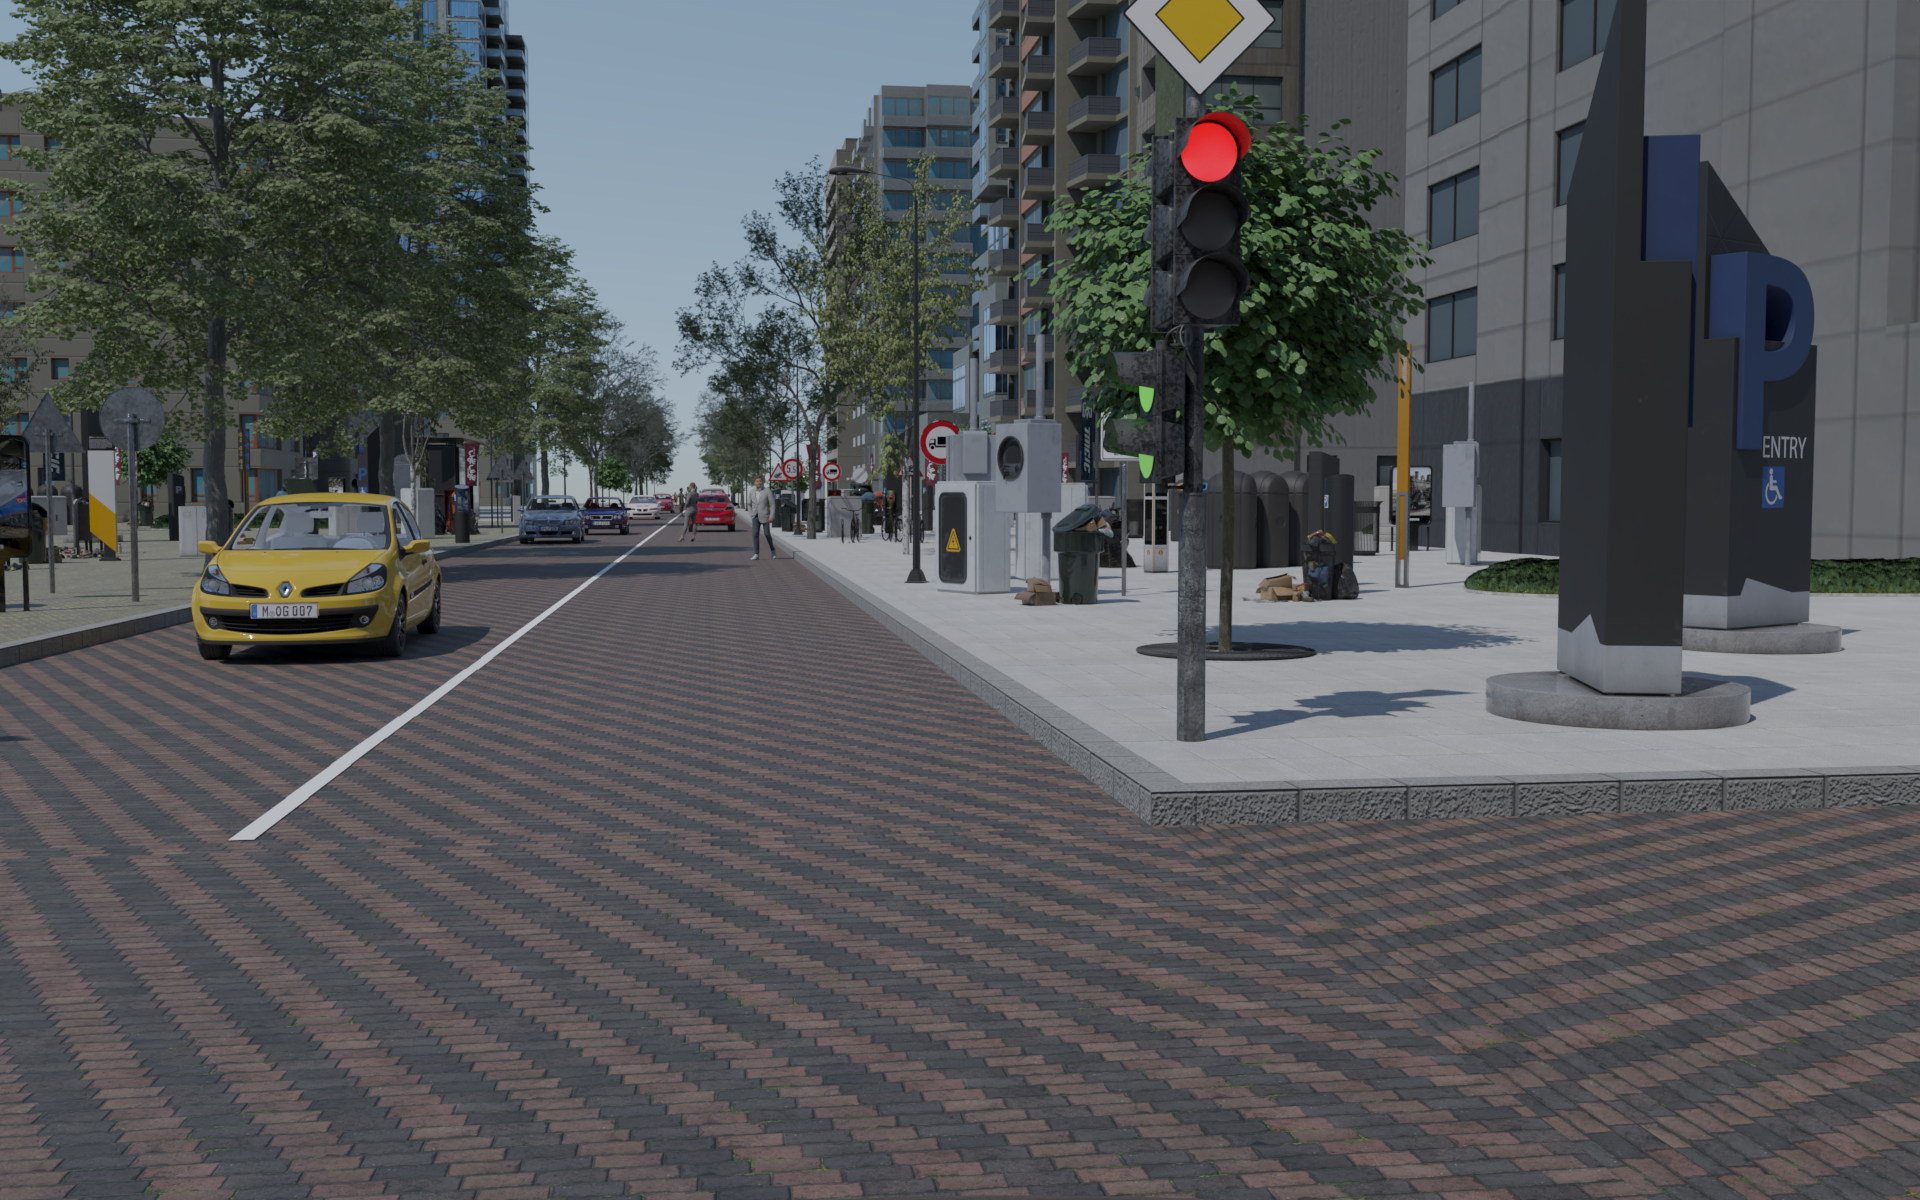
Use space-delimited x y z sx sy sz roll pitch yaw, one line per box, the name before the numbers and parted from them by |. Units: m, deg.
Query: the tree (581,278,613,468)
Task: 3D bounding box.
tree | -18.662 -9.664 76.136 7.486 12.596 7.792 0 3 0

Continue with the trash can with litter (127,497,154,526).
trash can with litter | -32.492 -3.500 68.618 1.055 1.170 0.624 0 4 6

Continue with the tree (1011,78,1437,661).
tree | 2.058 -1.844 13.868 4.285 4.588 4.351 0 3 0

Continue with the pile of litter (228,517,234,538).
pile of litter | -18.690 -1.866 44.481 1.176 0.858 1.719 0 4 -4

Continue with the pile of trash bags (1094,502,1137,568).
pile of trash bags | 2.002 -1.322 31.374 1.912 1.369 3.447 0 4 -6

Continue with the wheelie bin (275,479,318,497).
wheelie bin | -13.528 -1.681 35.389 0.693 1.594 0.980 3 5 42

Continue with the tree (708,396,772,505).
tree | -25.564 -17.203 199.398 7.486 12.596 7.792 0 3 0

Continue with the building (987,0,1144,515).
building | 13.461 -27.385 102.366 22.147 44.769 28.867 -1 4 -8

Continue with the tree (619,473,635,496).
tree | -29.720 -9.831 155.334 1.663 3.219 1.824 0 3 0

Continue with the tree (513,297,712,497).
tree | -22.647 -12.048 107.347 12.009 13.543 11.850 0 3 0

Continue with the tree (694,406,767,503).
tree | -30.493 -19.898 231.993 9.857 13.997 8.962 0 3 0

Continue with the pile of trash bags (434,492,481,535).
pile of trash bags | -16.283 -2.793 55.420 1.912 1.369 3.447 0 4 -8

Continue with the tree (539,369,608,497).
tree | -25.464 -11.364 120.214 8.767 10.594 7.601 0 4 8

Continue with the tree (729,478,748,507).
tree | -22.604 -11.212 177.919 1.663 3.219 1.824 0 3 0

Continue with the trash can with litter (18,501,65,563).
trash can with litter | -17.121 -1.267 32.095 0.624 1.170 1.055 0 4 2

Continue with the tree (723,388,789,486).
tree | -12.442 -9.564 106.730 4.360 8.622 3.978 0 3 0

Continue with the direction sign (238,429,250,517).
direction sign | -24.890 -4.176 60.271 0.876 3.537 0.379 3 5 44

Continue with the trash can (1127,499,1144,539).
trash can | 5.076 -2.355 50.164 0.748 1.137 0.748 0 3 0

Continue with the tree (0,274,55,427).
tree | -32.295 -6.534 57.198 4.360 8.622 3.978 0 3 0

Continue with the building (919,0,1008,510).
building | 9.213 -50.075 131.405 22.319 86.520 31.000 -1 4 -8

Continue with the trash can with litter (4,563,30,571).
trash can with litter | -16.350 -1.082 28.747 1.678 1.210 2.233 1 4 9

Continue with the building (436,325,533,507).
building | -62.414 -21.048 189.173 27.650 21.520 28.899 -1 4 -8

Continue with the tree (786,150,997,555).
tree | -1.388 -5.268 36.492 4.737 8.622 4.395 0 3 0

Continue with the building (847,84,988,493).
building | -1.091 -35.924 206.961 23.786 49.044 30.456 -1 4 -8

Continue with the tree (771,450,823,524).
tree | -7.024 -4.928 75.178 1.663 3.219 1.824 0 3 0

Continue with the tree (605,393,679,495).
tree | -39.413 -18.755 213.298 9.857 13.997 8.962 0 3 0

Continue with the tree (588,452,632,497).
tree | -27.430 -9.305 135.857 4.285 4.588 4.351 0 3 0

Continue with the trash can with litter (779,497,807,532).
trash can with litter | -5.600 -2.887 58.584 1.055 1.170 0.624 2 4 35

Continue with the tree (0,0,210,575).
tree | -11.728 -6.708 27.798 7.486 12.596 7.792 0 3 0

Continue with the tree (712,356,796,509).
tree | -18.946 -14.635 149.644 12.009 13.543 11.850 0 3 0

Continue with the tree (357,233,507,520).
tree | -14.307 -5.844 45.908 4.360 8.622 3.978 0 3 0

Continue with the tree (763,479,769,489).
tree | -10.249 -6.261 96.973 1.663 3.219 1.824 0 3 0

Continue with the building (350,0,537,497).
building | -64.784 -55.368 217.942 22.319 86.520 31.000 -1 4 -8

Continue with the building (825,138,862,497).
building | -6.661 -37.268 233.034 21.300 48.544 21.600 -1 4 -8

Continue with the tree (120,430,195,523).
tree | -33.786 -5.421 72.347 4.285 4.588 4.351 0 3 0

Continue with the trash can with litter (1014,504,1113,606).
trash can with litter | 1.199 -0.530 20.053 1.055 1.170 0.624 -2 4 -29

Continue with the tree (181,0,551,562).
tree | -12.542 -7.390 38.958 7.486 12.596 7.792 0 3 0

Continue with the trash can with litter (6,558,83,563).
trash can with litter | -17.834 -1.442 34.639 1.678 1.210 2.233 0 4 1

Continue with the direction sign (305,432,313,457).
direction sign | -21.518 -3.997 57.344 0.379 3.537 0.876 0 4 -8

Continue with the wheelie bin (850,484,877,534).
wheelie bin | -3.120 -2.918 55.616 0.980 1.594 0.693 1 4 23

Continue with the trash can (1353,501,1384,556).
trash can | 8.420 -1.491 36.028 0.748 1.137 0.748 0 3 0

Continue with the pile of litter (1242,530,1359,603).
pile of litter | 4.144 -0.435 21.079 1.719 0.858 1.176 -1 4 -22

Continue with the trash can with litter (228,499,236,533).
trash can with litter | -20.768 -2.290 48.830 0.624 1.170 1.055 -1 4 -19

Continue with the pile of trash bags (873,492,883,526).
pile of trash bags | -3.258 -3.802 71.920 1.912 1.369 3.447 -1 4 -9

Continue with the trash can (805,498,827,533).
trash can | -4.784 -2.805 57.523 0.748 1.137 0.748 0 3 0

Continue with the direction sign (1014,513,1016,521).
direction sign | 2.657 -5.629 84.032 0.379 3.537 0.876 1 4 13

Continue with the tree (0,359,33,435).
tree | -42.813 -7.620 74.957 4.737 8.622 4.395 0 3 0

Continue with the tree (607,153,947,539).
tree | -4.289 -6.978 48.496 8.767 10.594 7.601 1 4 8
